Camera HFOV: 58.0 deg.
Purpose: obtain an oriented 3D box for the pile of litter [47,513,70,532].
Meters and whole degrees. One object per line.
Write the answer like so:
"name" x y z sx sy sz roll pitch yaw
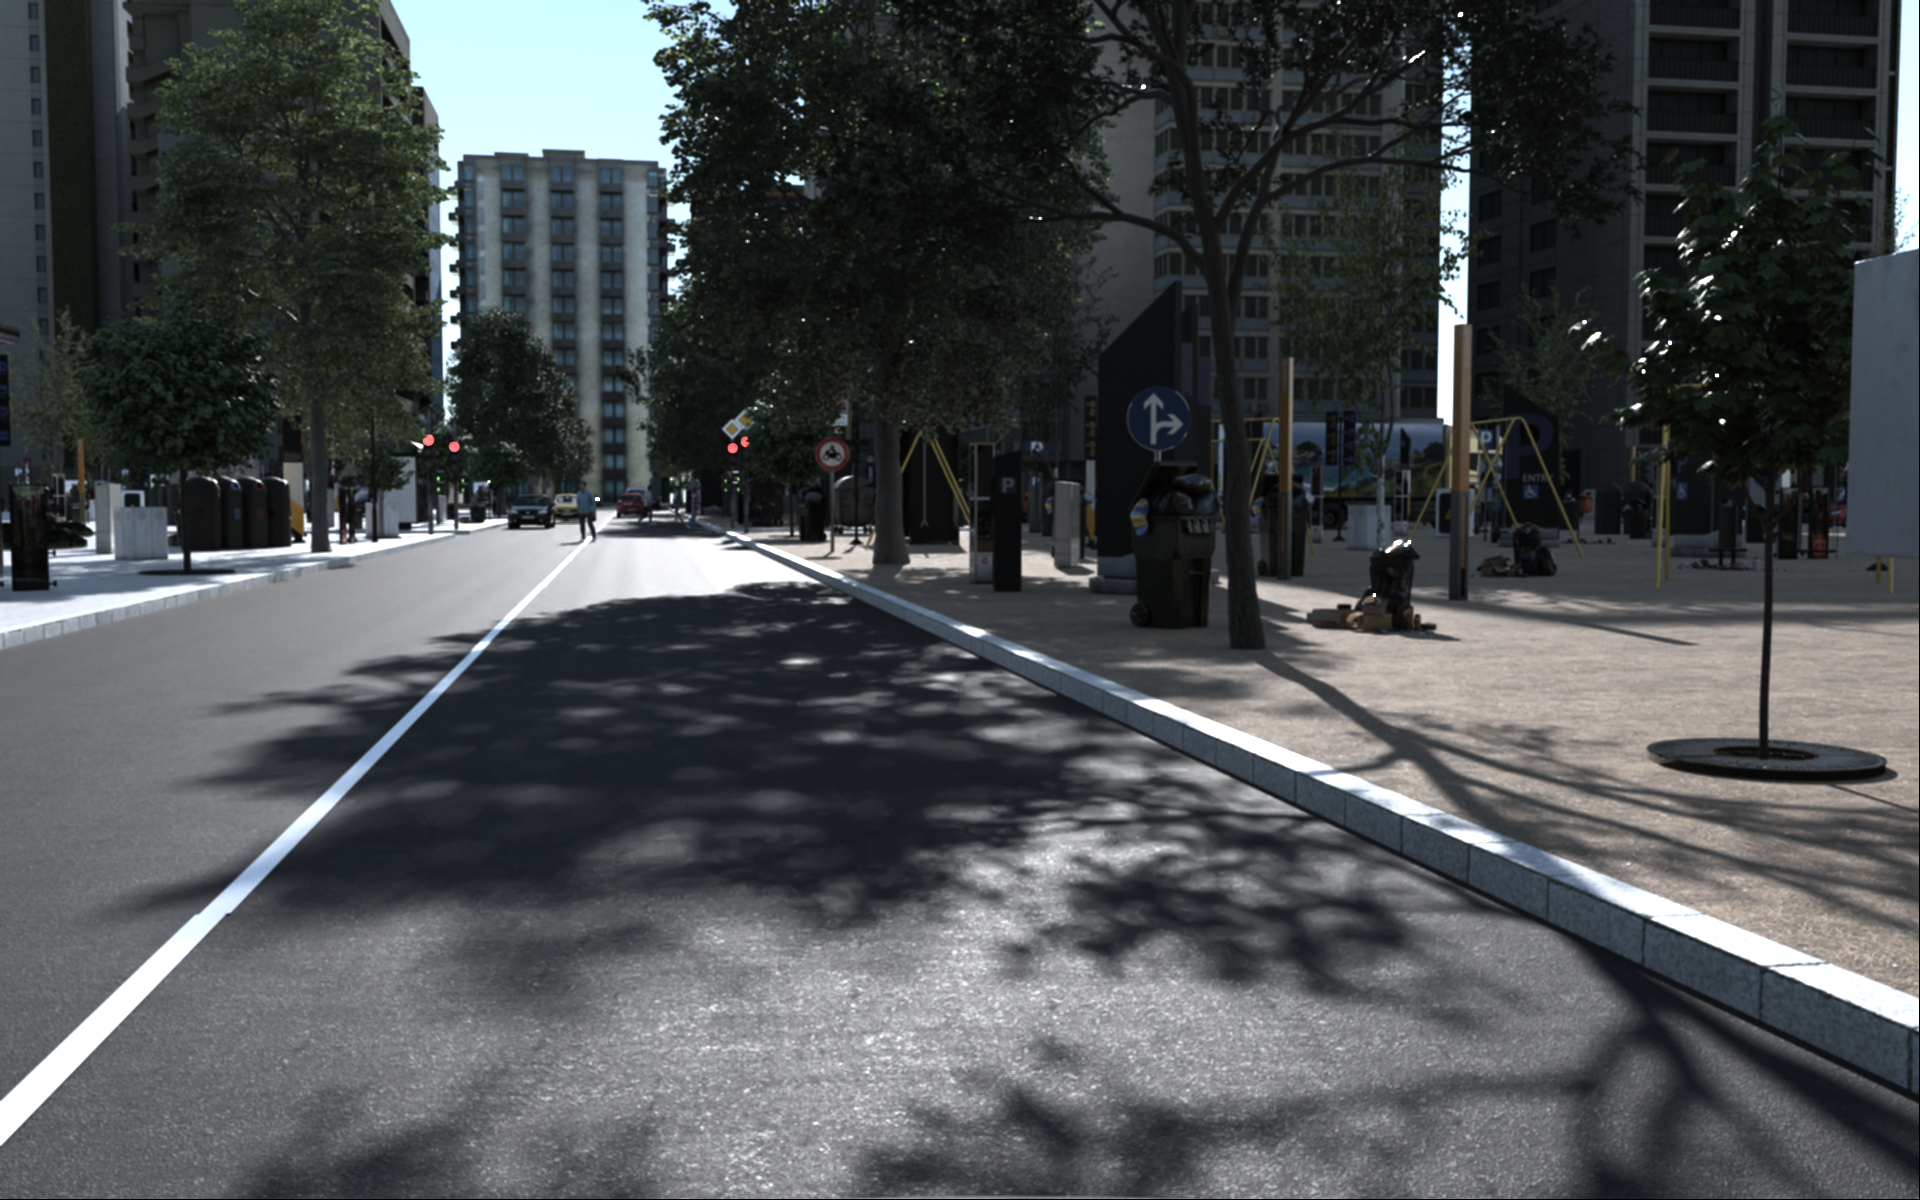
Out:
"pile of litter" -23.316 -1.840 44.041 1.719 0.858 1.176 -2 4 -25

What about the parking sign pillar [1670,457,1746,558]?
"parking sign pillar" 15.332 -2.870 35.393 1.447 3.967 1.447 -1 4 -13

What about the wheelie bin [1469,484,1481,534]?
"wheelie bin" 16.434 -2.933 55.856 0.980 1.594 0.693 -3 5 -40

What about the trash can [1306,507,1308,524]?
"trash can" 11.529 -2.891 58.926 0.748 1.137 0.748 0 3 0

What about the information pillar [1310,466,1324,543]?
"information pillar" 9.354 -2.502 45.404 0.304 2.012 0.304 1 4 21

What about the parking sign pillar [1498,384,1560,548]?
"parking sign pillar" 13.838 -3.275 42.018 1.447 3.967 1.447 1 4 14

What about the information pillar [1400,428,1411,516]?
"information pillar" 15.642 -4.253 60.890 0.183 3.616 0.504 -2 4 -25

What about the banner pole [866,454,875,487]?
"banner pole" -4.723 -6.385 94.409 0.863 3.779 0.401 1 4 10

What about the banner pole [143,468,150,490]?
"banner pole" -55.886 -7.908 119.310 0.863 3.779 0.401 -3 4 -38

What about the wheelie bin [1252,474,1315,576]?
"wheelie bin" 5.089 -1.176 27.128 0.980 1.594 0.693 -1 4 -9

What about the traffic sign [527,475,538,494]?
"traffic sign" -28.819 -7.139 116.825 0.768 2.556 0.104 0 4 -5

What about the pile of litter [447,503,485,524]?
"pile of litter" -21.558 -3.800 76.097 1.176 0.858 1.719 2 4 23

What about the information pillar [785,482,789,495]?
"information pillar" -12.852 -8.418 128.993 0.183 3.616 0.504 -3 5 -41

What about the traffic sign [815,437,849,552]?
"traffic sign" -2.849 -2.356 38.628 0.768 2.556 0.104 0 4 -7

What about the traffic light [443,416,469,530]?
"traffic light" -18.228 -4.509 62.641 0.839 4.253 0.868 -1 4 -11

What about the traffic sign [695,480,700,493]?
"traffic sign" -17.976 -7.182 119.554 0.606 2.300 0.079 0 4 -6

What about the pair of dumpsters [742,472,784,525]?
"pair of dumpsters" -8.193 -4.281 72.490 1.574 2.255 4.437 -1 4 -11

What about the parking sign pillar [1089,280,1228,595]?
"parking sign pillar" 2.412 -2.084 22.552 1.447 3.967 1.447 -3 5 -43

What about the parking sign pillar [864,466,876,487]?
"parking sign pillar" -6.361 -8.256 123.464 1.447 3.967 1.447 -2 4 -30

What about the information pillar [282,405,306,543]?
"information pillar" -17.445 -3.302 45.350 0.504 3.616 0.183 -1 4 -9

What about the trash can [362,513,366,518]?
"trash can" -32.219 -5.034 93.966 0.748 1.137 0.748 0 3 0

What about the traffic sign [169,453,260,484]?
"traffic sign" -19.025 -3.078 44.195 2.265 3.308 0.079 0 4 -3

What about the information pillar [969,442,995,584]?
"information pillar" 0.317 -1.238 24.739 0.304 2.012 0.304 -1 4 -15

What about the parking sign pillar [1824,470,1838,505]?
"parking sign pillar" 40.908 -5.684 81.400 1.447 3.967 1.447 1 4 20

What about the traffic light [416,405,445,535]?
"traffic light" -16.753 -4.029 54.792 0.839 4.253 0.868 -1 4 -11

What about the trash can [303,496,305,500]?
"trash can" -44.074 -6.363 115.683 0.748 1.137 0.748 0 3 0

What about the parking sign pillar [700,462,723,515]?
"parking sign pillar" -15.483 -7.308 107.965 1.447 3.967 1.447 1 4 9

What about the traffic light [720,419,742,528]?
"traffic light" -8.490 -4.621 64.481 0.839 4.253 0.868 -1 4 -11

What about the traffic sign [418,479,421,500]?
"traffic sign" -26.889 -5.246 85.870 0.768 2.556 0.104 0 4 -2

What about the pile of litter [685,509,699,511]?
"pile of litter" -20.438 -7.265 132.753 1.176 0.858 1.719 -1 4 -20

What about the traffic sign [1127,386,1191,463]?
"traffic sign" 2.335 -1.247 20.499 0.768 2.556 0.104 0 4 -7

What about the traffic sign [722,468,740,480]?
"traffic sign" -8.801 -4.108 67.175 0.884 2.594 0.081 0 4 -3

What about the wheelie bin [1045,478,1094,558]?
"wheelie bin" 2.220 -1.643 34.775 0.980 1.594 0.693 0 4 -7

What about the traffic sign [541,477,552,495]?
"traffic sign" -31.610 -8.094 132.334 0.884 2.594 0.081 0 4 -5

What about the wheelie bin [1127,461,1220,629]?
"wheelie bin" 2.097 -0.540 16.744 0.980 1.594 0.693 -3 5 -43

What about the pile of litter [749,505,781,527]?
"pile of litter" -7.871 -3.341 68.596 1.719 0.858 1.176 2 4 35

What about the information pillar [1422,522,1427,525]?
"information pillar" 19.047 -4.864 70.889 0.183 3.616 0.504 1 4 15

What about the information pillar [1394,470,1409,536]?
"information pillar" 13.525 -2.972 53.087 0.304 2.012 0.304 -3 5 -42

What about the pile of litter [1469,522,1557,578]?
"pile of litter" 8.654 -0.809 27.187 1.719 0.858 1.176 -2 4 -24

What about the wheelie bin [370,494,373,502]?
"wheelie bin" -24.716 -3.995 73.219 0.980 1.594 0.693 -2 4 -24

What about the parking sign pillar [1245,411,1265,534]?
"parking sign pillar" 9.305 -4.178 56.788 1.447 3.967 1.447 2 4 24

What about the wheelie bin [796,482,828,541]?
"wheelie bin" -4.051 -2.414 47.373 0.693 1.594 0.980 -3 4 -38

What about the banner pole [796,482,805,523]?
"banner pole" -7.085 -5.235 75.606 0.401 3.779 0.863 -1 4 -11

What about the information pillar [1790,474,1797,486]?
"information pillar" 21.285 -2.452 44.583 0.304 2.012 0.304 -1 4 -14

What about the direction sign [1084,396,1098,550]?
"direction sign" 3.214 -2.943 40.121 0.876 3.537 0.379 -3 4 -38

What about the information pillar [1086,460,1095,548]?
"information pillar" 3.140 -3.075 41.626 0.183 3.616 0.504 -1 4 -13

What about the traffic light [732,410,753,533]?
"traffic light" -7.015 -4.141 56.632 0.839 4.253 0.868 -1 4 -11

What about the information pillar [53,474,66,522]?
"information pillar" -32.539 -3.553 62.585 0.304 2.012 0.304 3 4 36

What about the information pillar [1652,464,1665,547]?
"information pillar" 16.910 -2.281 41.782 0.304 2.012 0.304 0 4 4

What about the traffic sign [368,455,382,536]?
"traffic sign" -17.049 -3.106 50.892 0.768 2.556 0.104 0 4 -6

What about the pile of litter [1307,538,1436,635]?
"pile of litter" 3.941 -0.164 16.644 1.176 0.858 1.719 0 4 3

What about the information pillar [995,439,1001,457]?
"information pillar" 1.537 -5.052 73.958 0.504 3.616 0.183 -1 4 -14

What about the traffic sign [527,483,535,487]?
"traffic sign" -33.290 -8.233 134.719 0.768 2.556 0.104 0 4 -2

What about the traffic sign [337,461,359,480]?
"traffic sign" -23.840 -4.133 67.581 0.884 2.594 0.081 -1 4 -10

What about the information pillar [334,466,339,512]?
"information pillar" -44.213 -8.041 122.829 0.183 3.616 0.504 0 4 7
